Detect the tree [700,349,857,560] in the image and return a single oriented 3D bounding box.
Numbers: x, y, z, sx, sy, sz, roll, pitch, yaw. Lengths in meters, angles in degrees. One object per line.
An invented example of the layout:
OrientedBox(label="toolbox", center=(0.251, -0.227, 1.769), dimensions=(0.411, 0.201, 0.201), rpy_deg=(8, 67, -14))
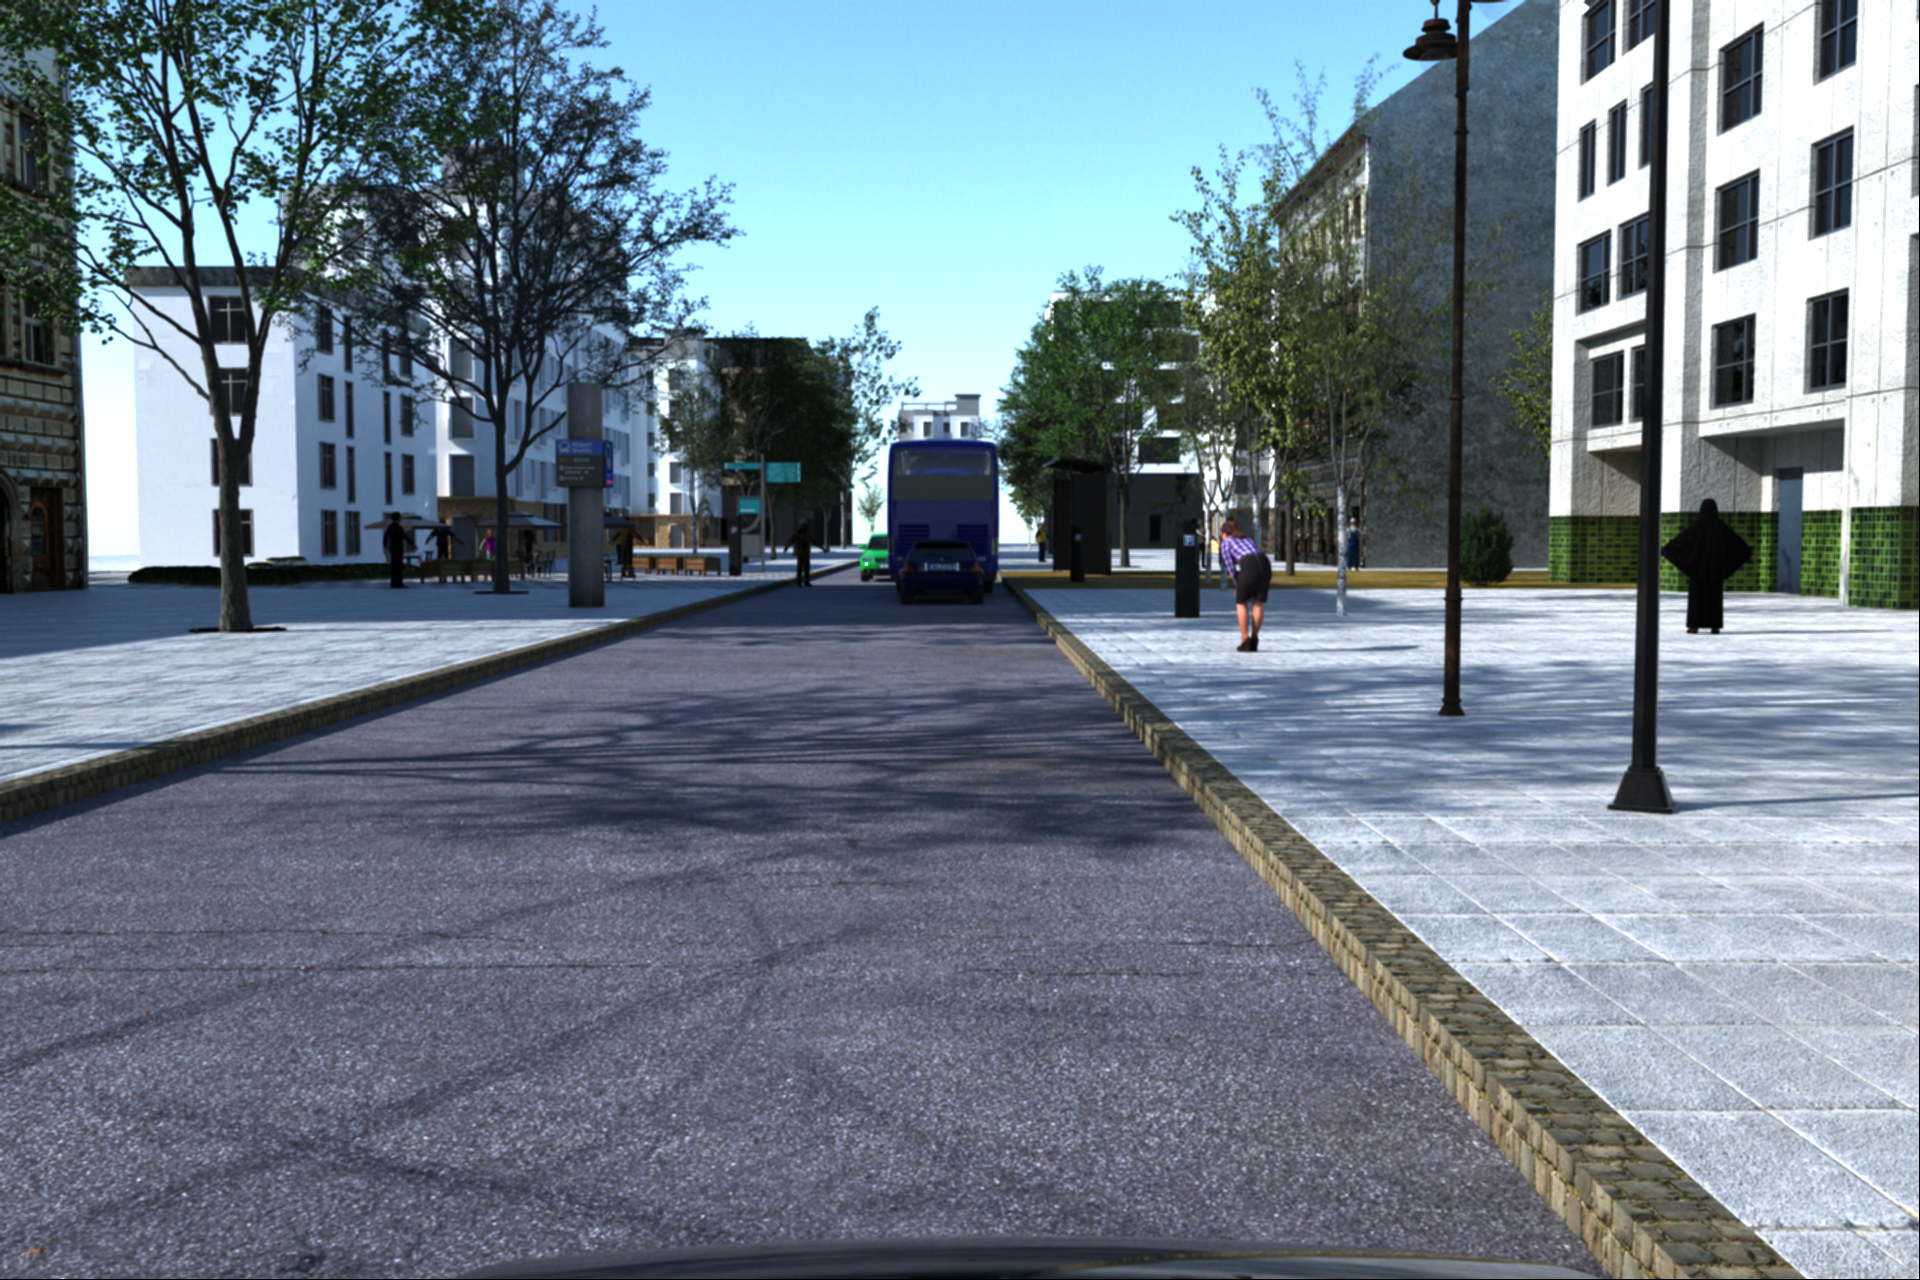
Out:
OrientedBox(label="tree", center=(-9.284, -9.307, 86.580), dimensions=(8.767, 10.594, 7.601), rpy_deg=(0, 4, 0))

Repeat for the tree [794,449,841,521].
OrientedBox(label="tree", center=(-9.731, -9.793, 110.479), dimensions=(4.737, 8.622, 4.395), rpy_deg=(0, 3, 0))

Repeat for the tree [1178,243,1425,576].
OrientedBox(label="tree", center=(10.416, -7.287, 53.557), dimensions=(8.767, 10.594, 7.601), rpy_deg=(2, 4, 31))

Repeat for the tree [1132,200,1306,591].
OrientedBox(label="tree", center=(5.909, -5.386, 38.425), dimensions=(4.360, 8.622, 3.978), rpy_deg=(0, 3, 0))

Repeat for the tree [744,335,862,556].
OrientedBox(label="tree", center=(-9.229, -11.090, 99.454), dimensions=(7.486, 12.596, 7.792), rpy_deg=(0, 3, 0))

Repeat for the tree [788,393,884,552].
OrientedBox(label="tree", center=(-9.389, -12.083, 123.307), dimensions=(9.928, 11.665, 9.643), rpy_deg=(0, 3, 0))

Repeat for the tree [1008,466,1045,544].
OrientedBox(label="tree", center=(10.473, -18.808, 233.272), dimensions=(9.928, 11.665, 9.643), rpy_deg=(0, 3, 0))

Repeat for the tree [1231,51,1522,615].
OrientedBox(label="tree", center=(5.942, -4.711, 27.395), dimensions=(4.360, 8.622, 3.978), rpy_deg=(0, 3, 0))

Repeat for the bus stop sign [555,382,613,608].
OrientedBox(label="bus stop sign", center=(-6.577, -2.531, 30.400), dimensions=(0.837, 3.901, 0.837), rpy_deg=(0, 4, -1))

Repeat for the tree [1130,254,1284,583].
OrientedBox(label="tree", center=(6.626, -5.832, 45.716), dimensions=(4.360, 8.622, 3.978), rpy_deg=(0, 3, 0))

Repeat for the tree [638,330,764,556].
OrientedBox(label="tree", center=(-9.698, -6.810, 61.706), dimensions=(4.360, 8.622, 3.978), rpy_deg=(0, 3, 0))

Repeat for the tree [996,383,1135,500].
OrientedBox(label="tree", center=(5.653, -10.091, 99.404), dimensions=(8.767, 10.594, 7.601), rpy_deg=(0, 4, -4))

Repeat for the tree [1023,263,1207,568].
OrientedBox(label="tree", center=(6.297, -8.604, 66.428), dimensions=(9.928, 11.665, 9.643), rpy_deg=(0, 3, 0))

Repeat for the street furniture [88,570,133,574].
OrientedBox(label="street furniture", center=(-29.473, -2.441, 46.770), dimensions=(9.812, 1.723, 11.010), rpy_deg=(2, 4, 32))

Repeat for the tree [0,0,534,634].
OrientedBox(label="tree", center=(-9.514, -5.922, 22.579), dimensions=(9.928, 11.665, 9.643), rpy_deg=(0, 3, 0))

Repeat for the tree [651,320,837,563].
OrientedBox(label="tree", center=(-9.543, -8.675, 76.250), dimensions=(8.767, 10.594, 7.601), rpy_deg=(0, 4, -1))

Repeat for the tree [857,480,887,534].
OrientedBox(label="tree", center=(-11.999, -17.399, 234.832), dimensions=(4.737, 8.622, 4.395), rpy_deg=(0, 3, 0))

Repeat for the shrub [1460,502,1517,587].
OrientedBox(label="shrub", center=(12.839, -2.356, 42.558), dimensions=(1.661, 2.075, 1.752), rpy_deg=(0, 3, 0))

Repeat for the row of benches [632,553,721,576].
OrientedBox(label="row of benches", center=(-8.909, -2.378, 54.336), dimensions=(1.422, 0.672, 4.104), rpy_deg=(-3, 5, -45))

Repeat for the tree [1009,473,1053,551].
OrientedBox(label="tree", center=(5.656, -11.297, 135.071), dimensions=(4.737, 8.622, 4.395), rpy_deg=(0, 3, 0))

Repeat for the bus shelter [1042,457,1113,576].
OrientedBox(label="bus shelter", center=(3.779, -3.963, 56.082), dimensions=(1.731, 3.624, 6.357), rpy_deg=(0, 4, -2))

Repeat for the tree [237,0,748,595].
OrientedBox(label="tree", center=(-9.736, -7.742, 36.956), dimensions=(12.009, 13.543, 11.850), rpy_deg=(0, 3, 0))

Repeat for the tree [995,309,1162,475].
OrientedBox(label="tree", center=(5.592, -9.292, 77.685), dimensions=(9.928, 11.665, 9.643), rpy_deg=(0, 3, 0))

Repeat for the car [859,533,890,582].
OrientedBox(label="car", center=(-2.129, -2.745, 53.680), dimensions=(1.959, 1.807, 4.718), rpy_deg=(0, 3, 0))

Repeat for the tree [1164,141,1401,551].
OrientedBox(label="tree", center=(5.860, -5.044, 32.828), dimensions=(4.737, 8.622, 4.395), rpy_deg=(0, 3, 0))

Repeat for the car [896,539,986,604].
OrientedBox(label="car", center=(-0.398, -1.475, 36.693), dimensions=(1.945, 1.354, 3.894), rpy_deg=(0, 4, -1))

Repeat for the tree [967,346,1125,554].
OrientedBox(label="tree", center=(5.646, -12.178, 109.480), dimensions=(12.009, 13.543, 11.850), rpy_deg=(0, 3, 0))

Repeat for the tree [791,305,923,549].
OrientedBox(label="tree", center=(-9.344, -17.665, 144.717), dimensions=(12.611, 20.169, 13.585), rpy_deg=(0, 3, 0))

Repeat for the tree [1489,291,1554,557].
OrientedBox(label="tree", center=(18.510, -6.294, 53.266), dimensions=(4.737, 8.622, 4.395), rpy_deg=(0, 3, 0))

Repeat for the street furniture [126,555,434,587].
OrientedBox(label="street furniture", center=(-18.313, -1.908, 46.824), dimensions=(5.734, 0.657, 10.072), rpy_deg=(1, 4, 11))

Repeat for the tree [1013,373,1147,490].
OrientedBox(label="tree", center=(5.889, -9.463, 89.130), dimensions=(7.601, 10.594, 8.767), rpy_deg=(-3, 5, -41))

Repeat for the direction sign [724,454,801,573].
OrientedBox(label="direction sign", center=(-6.560, -4.246, 58.184), dimensions=(2.525, 3.948, 1.411), rpy_deg=(0, 4, 0))

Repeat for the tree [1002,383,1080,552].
OrientedBox(label="tree", center=(6.503, -12.709, 125.915), dimensions=(7.486, 12.596, 7.792), rpy_deg=(0, 3, 0))
